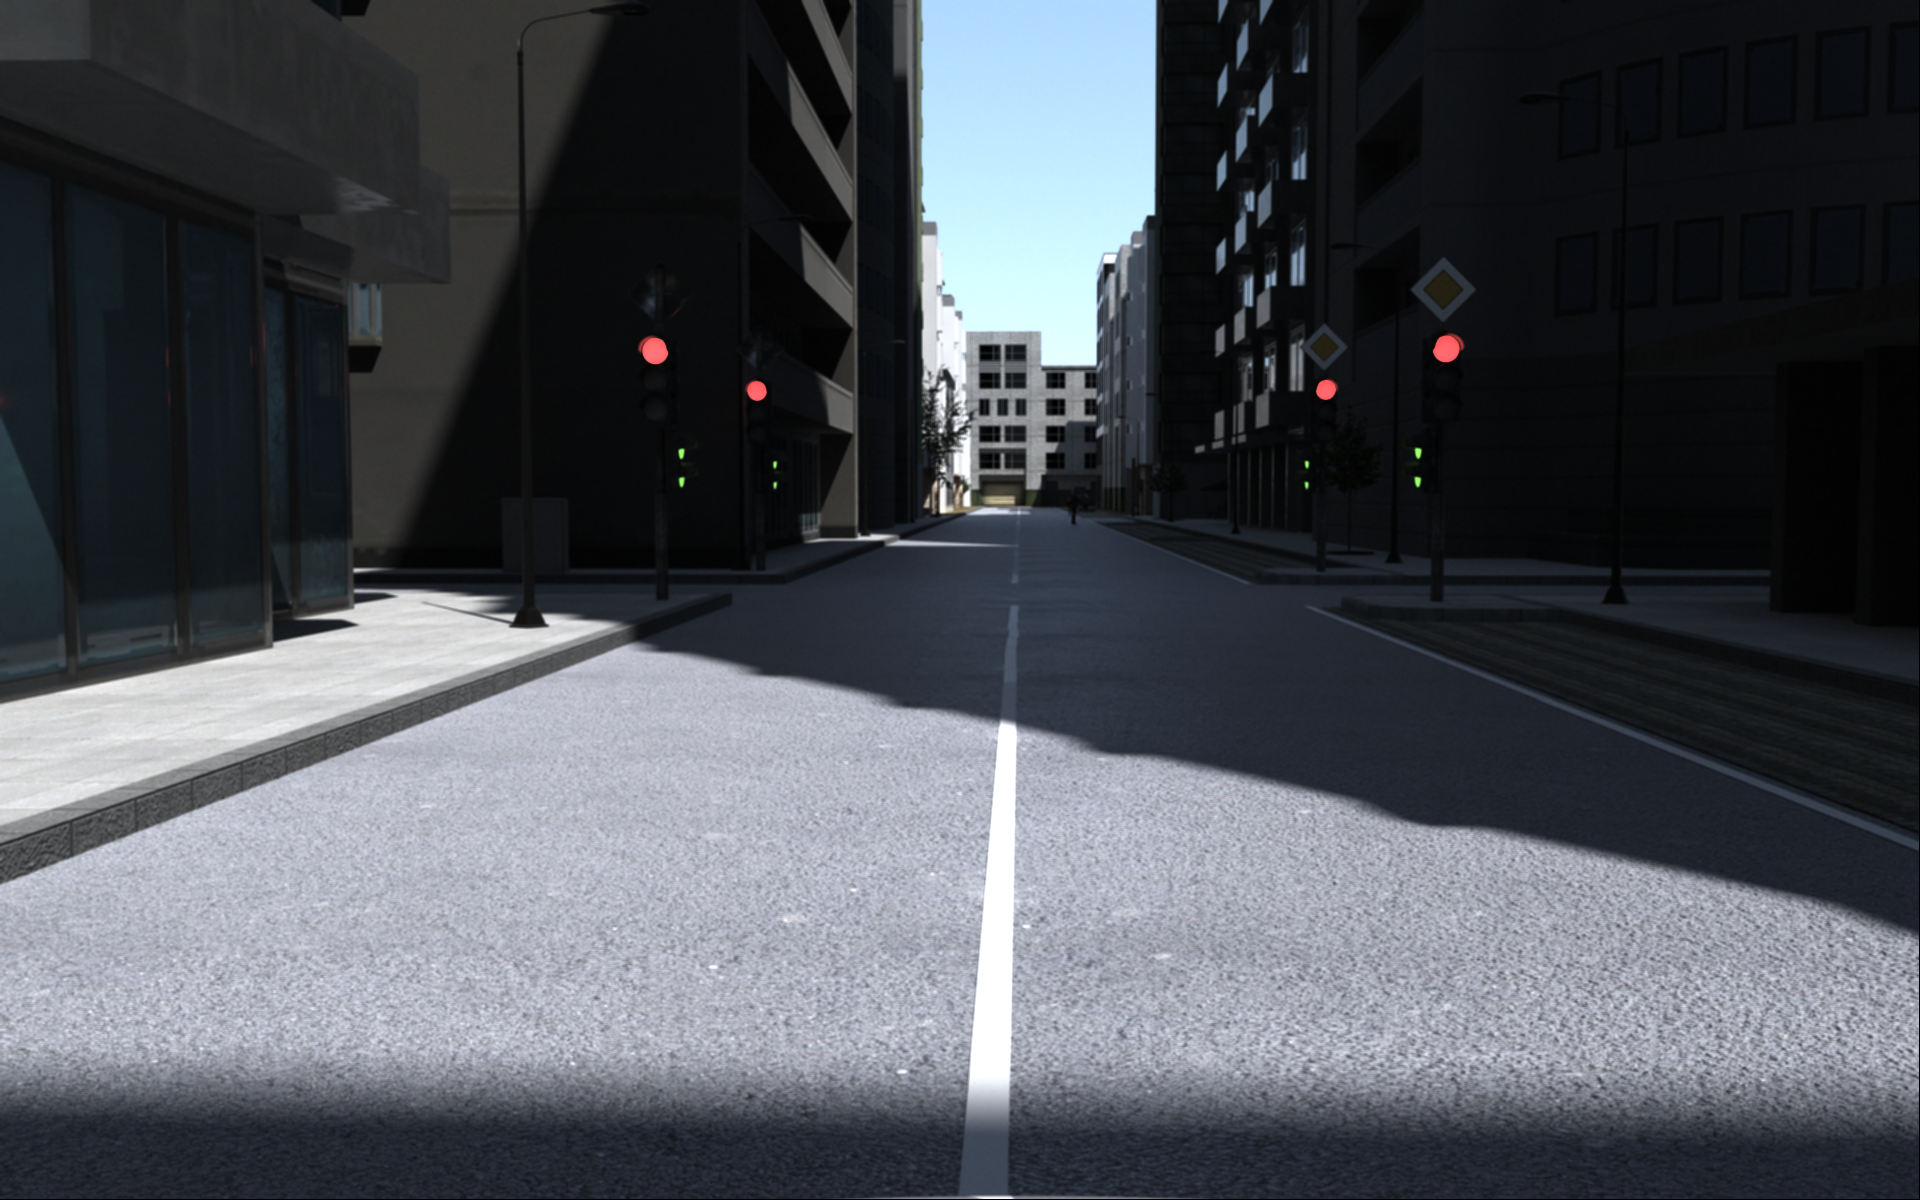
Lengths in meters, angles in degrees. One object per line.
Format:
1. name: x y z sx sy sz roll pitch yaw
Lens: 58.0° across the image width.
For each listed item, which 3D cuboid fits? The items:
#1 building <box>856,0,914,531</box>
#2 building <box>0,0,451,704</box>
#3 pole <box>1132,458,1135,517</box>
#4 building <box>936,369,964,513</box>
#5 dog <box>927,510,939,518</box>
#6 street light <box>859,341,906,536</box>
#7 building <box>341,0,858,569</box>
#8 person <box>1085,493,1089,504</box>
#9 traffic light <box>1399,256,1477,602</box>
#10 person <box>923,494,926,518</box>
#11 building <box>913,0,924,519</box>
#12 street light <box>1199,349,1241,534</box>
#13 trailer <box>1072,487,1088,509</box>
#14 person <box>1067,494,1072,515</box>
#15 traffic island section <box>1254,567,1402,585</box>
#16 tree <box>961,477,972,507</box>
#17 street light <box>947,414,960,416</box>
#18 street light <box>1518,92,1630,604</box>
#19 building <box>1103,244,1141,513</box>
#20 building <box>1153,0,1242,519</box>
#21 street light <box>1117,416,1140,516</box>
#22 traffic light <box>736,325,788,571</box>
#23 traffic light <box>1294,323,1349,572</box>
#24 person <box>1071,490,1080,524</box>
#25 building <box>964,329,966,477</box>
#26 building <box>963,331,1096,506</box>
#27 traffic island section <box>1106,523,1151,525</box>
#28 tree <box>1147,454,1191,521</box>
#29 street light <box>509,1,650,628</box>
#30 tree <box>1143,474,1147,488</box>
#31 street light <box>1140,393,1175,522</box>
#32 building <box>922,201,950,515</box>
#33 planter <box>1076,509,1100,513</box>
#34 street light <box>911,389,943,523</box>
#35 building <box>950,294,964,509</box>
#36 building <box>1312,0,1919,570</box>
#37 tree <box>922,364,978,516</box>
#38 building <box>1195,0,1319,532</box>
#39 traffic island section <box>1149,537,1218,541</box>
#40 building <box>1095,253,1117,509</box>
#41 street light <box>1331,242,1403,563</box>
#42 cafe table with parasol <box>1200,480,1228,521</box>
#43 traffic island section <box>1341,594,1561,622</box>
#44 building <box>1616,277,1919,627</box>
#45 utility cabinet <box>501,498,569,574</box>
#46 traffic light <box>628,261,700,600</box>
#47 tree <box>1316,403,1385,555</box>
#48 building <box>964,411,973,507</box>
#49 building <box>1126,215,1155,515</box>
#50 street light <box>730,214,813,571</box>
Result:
1. building: -13.081 -31.899 63.552 21.231 58.520 28.212 0 4 2
2. building: -19.823 -23.802 8.764 30.456 49.044 23.786 0 4 2
3. pole: 9.796 -6.356 97.757 0.158 3.312 0.155 0 3 0
4. building: -4.895 -11.523 130.547 9.099 9.664 28.070 0 4 2
5. dog: -1.405 -4.713 94.795 0.748 0.427 0.550 1 4 22
6. street light: -2.345 -4.893 52.546 1.470 5.913 1.316 0 4 2
7. building: -13.984 -25.401 39.013 21.300 48.544 21.600 0 4 2
8. person: 13.099 -10.478 180.541 0.799 1.438 0.628 0 4 -2
9. traffic light: 5.683 -1.937 20.590 0.839 4.253 0.868 0 4 2
10. person: -2.073 -5.134 93.896 0.340 1.345 0.435 2 4 35
11. building: -9.217 -24.568 85.280 14.154 41.232 14.086 0 4 2
12. street light: 8.353 -5.086 55.699 1.470 5.913 1.316 0 4 2
13. trailer: 9.870 -8.417 144.666 1.471 1.999 3.904 0 4 0
14. person: 7.360 -6.363 115.773 0.421 1.427 0.697 0 4 -1
15. traffic island section: 5.999 -0.392 28.683 2.009 0.180 2.903 0 4 2
16. tree: 0.215 -10.693 169.437 1.663 3.219 1.824 0 3 0
17. street light: -0.710 -7.813 100.278 1.470 5.913 1.316 0 4 2
18. street light: 7.154 -2.913 20.168 1.470 5.913 1.316 0 4 2
19. building: 20.041 -16.178 130.965 16.747 18.905 31.486 0 4 2
20. building: 17.572 -19.780 95.104 14.160 30.474 14.107 0 4 2
21. street light: 10.073 -7.995 103.259 1.470 5.913 1.316 0 4 2
22. traffic light: -3.317 -2.444 28.874 0.839 4.253 0.868 0 4 2
23. traffic light: 5.959 -2.425 28.570 0.839 4.253 0.868 0 4 2
24. person: 5.444 -4.392 81.780 0.415 1.643 0.593 0 4 -3
25. building: -7.428 -18.687 161.956 16.016 20.091 11.380 0 4 2
26. building: 0.701 -20.176 196.332 31.486 18.905 16.747 0 4 2
27. traffic island section: 7.784 -3.510 80.260 1.991 0.108 1.994 0 4 2
28. tree: 10.251 -5.464 83.936 1.663 3.219 1.824 0 3 0
29. street light: -3.619 -2.689 16.513 1.470 5.913 1.316 0 4 2
30. tree: 10.234 -5.692 87.671 1.663 3.219 1.824 0 3 0
31. street light: 9.204 -6.551 79.645 1.470 5.913 1.316 0 4 2
32. building: -9.071 -15.530 110.331 16.016 20.091 11.380 0 4 2
33. planter: 9.516 -6.685 130.436 1.991 0.319 1.994 0 4 2
34. street light: -1.603 -6.368 76.665 1.470 5.913 1.316 0 4 2
35. building: -8.099 -17.994 150.614 16.016 20.091 11.380 0 4 2
36. building: 23.460 -30.262 36.791 28.212 58.520 21.231 0 4 2
37. tree: -1.408 -8.947 96.644 4.737 8.622 4.395 0 3 0
38. building: 21.665 -27.189 64.153 23.786 49.044 30.456 0 4 2
39. traffic island section: 6.855 -1.863 53.333 1.991 0.108 1.994 0 4 2
40. building: 26.652 -19.495 162.715 27.936 21.610 32.646 0 4 2
41. street light: 7.536 -3.642 32.084 1.470 5.913 1.316 0 4 2
42. cafe table with parasol: 12.937 -4.864 84.388 2.610 1.966 2.610 0 4 -4
43. traffic island section: 5.722 0.097 20.702 2.009 0.180 2.903 0 4 2
44. building: 18.063 -21.417 4.793 22.147 44.769 28.867 0 4 2
45. utility cabinet: -6.882 -1.035 28.083 1.020 1.237 0.306 0 4 4
46. traffic light: -3.593 -1.956 20.894 0.839 4.253 0.868 0 4 2
47. tree: 8.173 -2.585 36.873 1.663 3.219 1.824 0 3 0
48. building: -12.851 -14.353 176.811 28.070 9.664 9.099 0 4 2
49. building: 18.711 -15.483 109.568 16.016 20.091 11.380 0 4 2
50. street light: -3.135 -3.449 28.929 1.470 5.913 1.316 0 4 2
